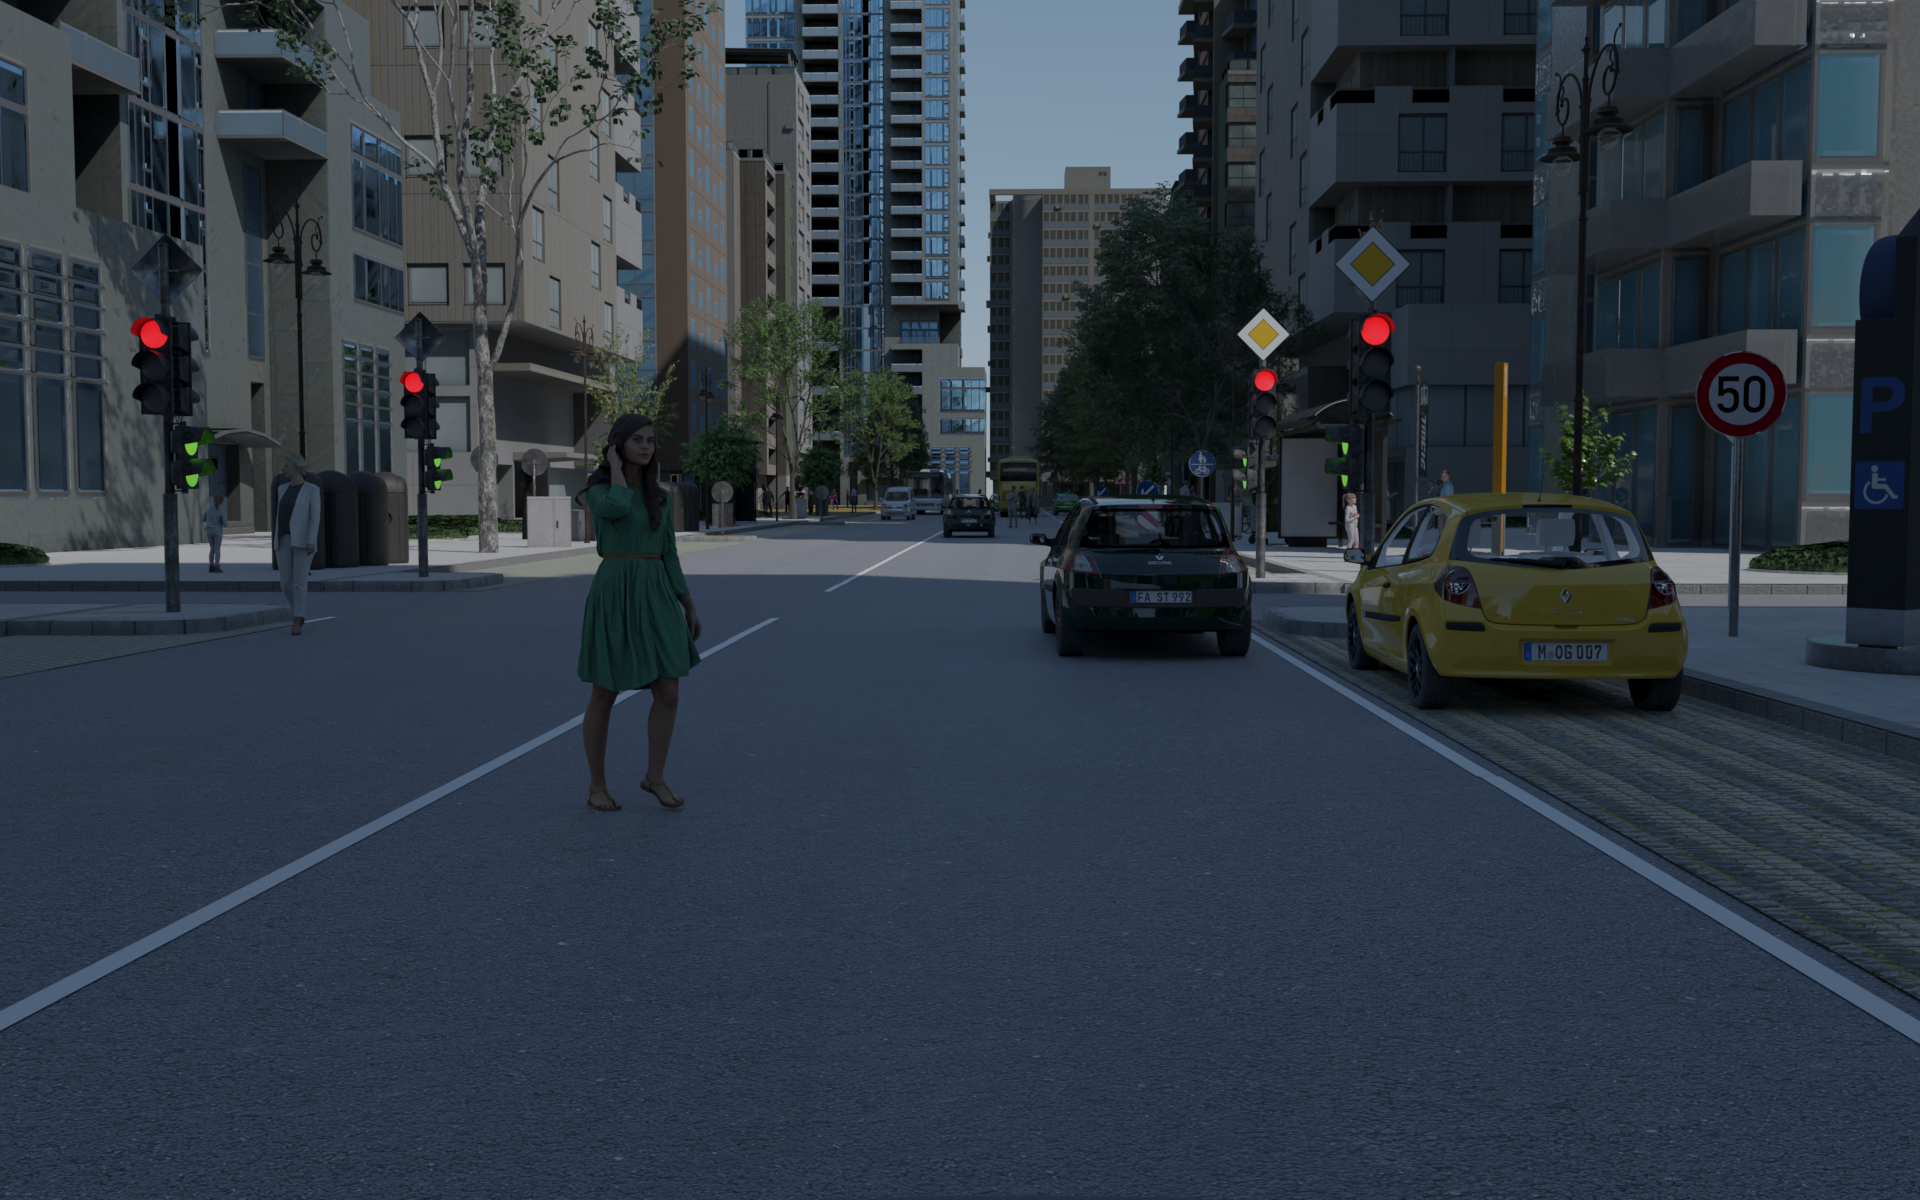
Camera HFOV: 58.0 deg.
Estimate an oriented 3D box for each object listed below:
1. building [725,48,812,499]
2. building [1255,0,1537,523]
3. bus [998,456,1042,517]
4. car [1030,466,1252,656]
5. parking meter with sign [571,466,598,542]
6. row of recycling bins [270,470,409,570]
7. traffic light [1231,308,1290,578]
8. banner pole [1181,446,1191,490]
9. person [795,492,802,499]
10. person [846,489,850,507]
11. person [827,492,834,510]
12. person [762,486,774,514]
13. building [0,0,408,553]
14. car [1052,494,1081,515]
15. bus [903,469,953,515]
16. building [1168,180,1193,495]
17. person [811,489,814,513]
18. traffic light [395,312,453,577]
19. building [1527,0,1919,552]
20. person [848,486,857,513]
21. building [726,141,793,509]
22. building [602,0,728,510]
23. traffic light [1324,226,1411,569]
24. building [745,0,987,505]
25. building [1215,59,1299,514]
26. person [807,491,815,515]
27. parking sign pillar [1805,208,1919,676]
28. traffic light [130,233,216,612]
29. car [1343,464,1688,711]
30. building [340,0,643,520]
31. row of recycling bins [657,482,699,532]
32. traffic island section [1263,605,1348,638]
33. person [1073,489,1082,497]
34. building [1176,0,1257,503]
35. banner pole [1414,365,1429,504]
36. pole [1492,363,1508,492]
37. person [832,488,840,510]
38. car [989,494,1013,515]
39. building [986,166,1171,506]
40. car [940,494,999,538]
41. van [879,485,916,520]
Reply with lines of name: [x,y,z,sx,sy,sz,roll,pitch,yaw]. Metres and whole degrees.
building: [-21.241,-29.269,162.146,14.086,41.232,14.154,0,4,2]
building: [28.880,-29.978,79.382,28.713,52.752,27.495,0,4,2]
bus: [3.822,-7.344,111.620,2.896,3.916,12.252,0,4,3]
car: [1.699,-0.423,16.696,2.009,1.686,4.222,0,3,0]
parking meter with sign: [-9.900,-3.120,47.276,0.543,3.016,1.738,2,4,33]
row of recycling bins: [-10.899,-1.445,30.732,1.069,1.692,3.534,1,4,13]
traffic light: [4.564,-2.287,26.315,0.839,4.253,0.868,0,4,2]
banner pole: [10.354,-5.485,79.689,0.863,3.779,0.401,0,4,-3]
person: [-11.799,-7.096,125.325,1.065,1.426,0.557,0,4,7]
person: [-11.356,-10.359,175.547,0.705,1.807,1.348,0,4,-4]
person: [-10.557,-8.097,141.659,0.599,1.433,0.991,2,4,31]
person: [-11.909,-6.156,107.246,0.990,1.755,0.434,-3,5,-40]
building: [-30.629,-44.978,48.064,22.319,86.520,31.000,0,4,2]
car: [7.262,-6.654,117.582,1.959,1.807,4.718,0,4,1]
bus: [-2.124,-7.879,123.685,2.948,3.499,13.247,0,4,3]
building: [26.327,-23.856,161.740,14.160,30.474,14.107,0,4,2]
person: [-10.109,-6.755,117.197,0.721,1.736,1.217,0,4,-7]
traffic light: [-8.291,-2.311,26.704,0.839,4.253,0.868,0,4,2]
building: [30.624,-25.950,43.885,30.456,49.044,23.786,0,4,2]
person: [-7.278,-6.764,116.508,0.599,1.838,0.709,2,4,28]
building: [-21.864,-22.828,144.940,14.160,30.474,14.107,0,4,2]
building: [-22.753,-28.060,108.891,14.600,45.320,14.200,0,4,2]
traffic light: [4.312,-1.799,18.334,0.839,4.253,0.868,0,4,2]
building: [-12.440,-54.398,202.081,31.000,86.520,22.319,0,4,2]
building: [24.440,-21.220,118.653,14.160,30.474,14.107,0,4,2]
person: [-9.221,-6.168,107.625,0.721,1.736,1.217,-1,4,-19]
parking sign pillar: [7.081,-1.485,12.751,1.447,3.967,1.447,-3,4,-38]
traffic light: [-8.543,-1.823,18.723,0.839,4.253,0.868,0,4,2]
car: [3.949,-0.160,12.847,2.015,1.641,3.980,0,4,4]
building: [-31.599,-30.403,86.322,28.713,52.752,27.495,0,4,2]
row of recycling bins: [-9.665,-3.154,58.676,1.069,1.692,3.534,1,4,11]
traffic island section: [4.352,0.235,18.446,2.009,0.180,2.903,0,4,2]
person: [11.044,-9.651,163.965,1.348,1.807,0.705,-3,5,-40]
building: [29.077,-29.672,139.759,22.147,44.769,28.867,0,4,2]
banner pole: [8.922,-2.664,33.570,0.401,3.779,0.863,0,4,-4]
pole: [8.419,-2.030,27.029,0.158,3.312,0.155,0,3,0]
person: [-10.286,-8.348,142.976,0.683,1.767,0.568,-2,4,-27]
car: [2.821,-6.765,122.399,2.131,1.459,4.920,0,4,1]
building: [15.219,-31.579,208.198,23.993,40.220,32.217,0,4,2]
car: [0.323,-2.963,58.226,2.009,1.686,4.222,0,4,1]
van: [-3.399,-5.432,95.827,2.013,2.044,4.112,0,4,4]
